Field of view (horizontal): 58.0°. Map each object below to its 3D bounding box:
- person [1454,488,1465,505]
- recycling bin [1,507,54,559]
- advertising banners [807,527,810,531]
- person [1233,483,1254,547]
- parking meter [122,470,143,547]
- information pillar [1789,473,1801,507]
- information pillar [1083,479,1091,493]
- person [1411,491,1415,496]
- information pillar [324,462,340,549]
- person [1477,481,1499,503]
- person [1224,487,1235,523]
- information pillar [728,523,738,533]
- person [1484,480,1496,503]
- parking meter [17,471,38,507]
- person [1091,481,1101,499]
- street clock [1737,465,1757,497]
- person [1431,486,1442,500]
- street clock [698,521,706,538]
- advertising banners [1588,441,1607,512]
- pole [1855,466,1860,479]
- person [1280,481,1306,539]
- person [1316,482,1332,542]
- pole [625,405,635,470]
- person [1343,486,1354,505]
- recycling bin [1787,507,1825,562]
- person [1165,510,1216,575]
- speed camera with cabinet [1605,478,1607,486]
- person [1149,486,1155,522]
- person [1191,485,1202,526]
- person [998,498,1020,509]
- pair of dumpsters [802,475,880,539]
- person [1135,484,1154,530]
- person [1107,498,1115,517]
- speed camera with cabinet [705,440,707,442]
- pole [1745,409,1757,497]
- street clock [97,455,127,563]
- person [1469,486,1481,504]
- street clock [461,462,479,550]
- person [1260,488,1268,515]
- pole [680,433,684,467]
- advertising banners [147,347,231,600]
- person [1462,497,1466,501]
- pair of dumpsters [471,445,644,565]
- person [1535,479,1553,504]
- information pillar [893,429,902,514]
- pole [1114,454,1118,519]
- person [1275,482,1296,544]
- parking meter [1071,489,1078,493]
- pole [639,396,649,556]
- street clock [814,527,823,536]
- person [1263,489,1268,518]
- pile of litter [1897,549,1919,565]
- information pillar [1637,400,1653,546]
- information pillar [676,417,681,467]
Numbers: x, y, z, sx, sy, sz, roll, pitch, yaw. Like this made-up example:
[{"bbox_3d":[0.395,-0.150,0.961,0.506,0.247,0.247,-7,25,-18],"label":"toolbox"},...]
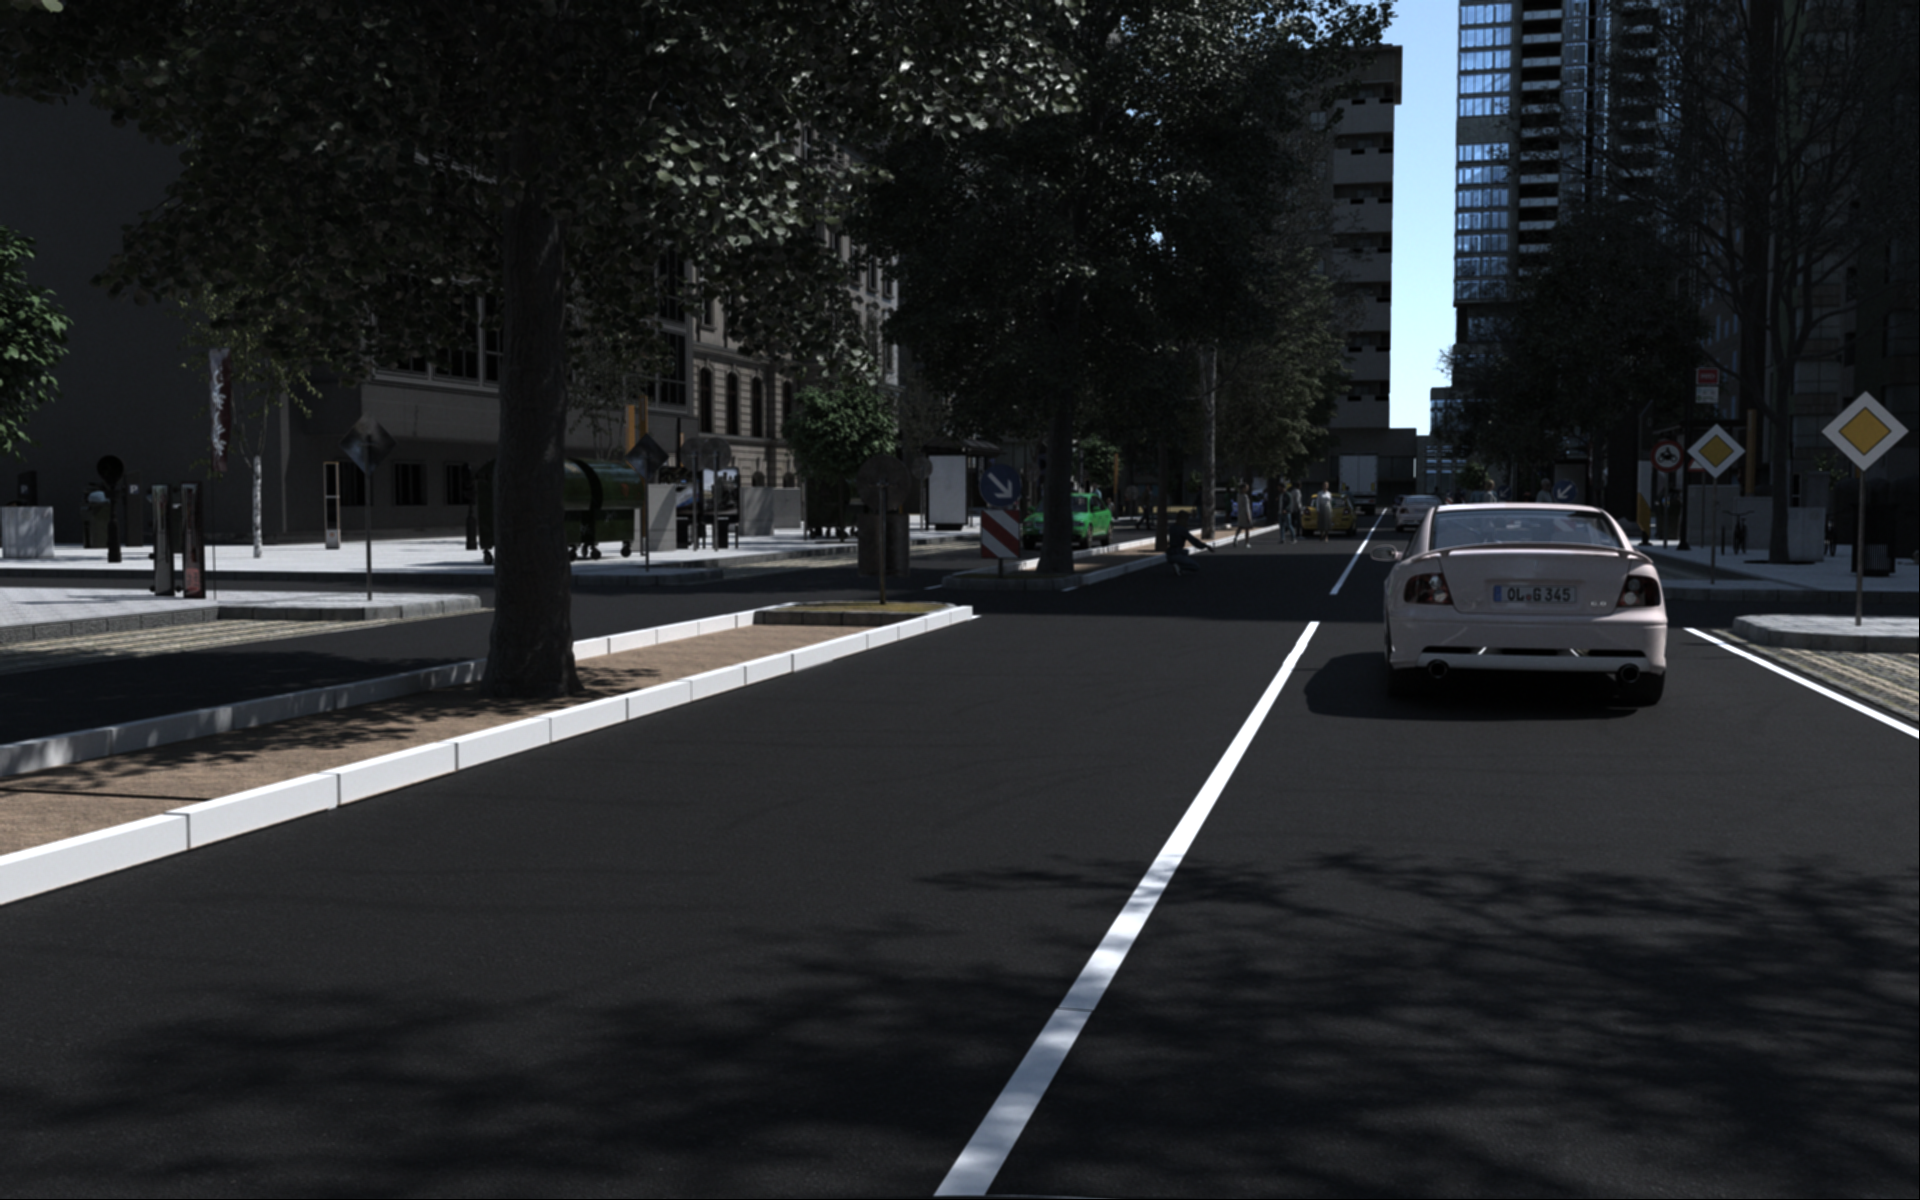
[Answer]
[{"bbox_3d":[28.712,-5.529,99.354,0.683,1.767,0.568,-1,4,-21],"label":"person"},{"bbox_3d":[-18.632,-1.349,34.609,0.722,1.027,0.722,3,4,38],"label":"recycling bin"},{"bbox_3d":[-5.277,-3.969,61.074,0.090,3.025,2.074,0,4,2],"label":"advertising banners"},{"bbox_3d":[7.579,-2.268,46.338,0.466,1.731,0.760,2,4,33],"label":"person"},{"bbox_3d":[-20.078,-2.220,42.011,0.399,1.863,0.255,-3,5,-40],"label":"parking meter"},{"bbox_3d":[29.212,-3.432,60.601,0.304,2.012,0.304,1,4,15],"label":"information pillar"},{"bbox_3d":[6.330,-5.009,86.387,0.304,2.012,0.304,-1,4,-10],"label":"information pillar"},{"bbox_3d":[40.774,-8.997,156.310,1.217,1.735,0.721,-3,5,-40],"label":"person"},{"bbox_3d":[-14.590,-2.187,40.244,0.304,2.012,0.304,-1,4,-14],"label":"information pillar"},{"bbox_3d":[14.411,-2.353,47.308,0.601,1.785,0.444,2,4,24],"label":"person"},{"bbox_3d":[13.184,-4.678,85.237,0.529,1.795,0.600,-3,4,-36],"label":"person"},{"bbox_3d":[-7.510,-3.231,57.317,0.304,2.012,0.304,1,4,8],"label":"information pillar"},{"bbox_3d":[13.077,-2.083,42.915,0.624,1.780,0.694,1,4,16],"label":"person"},{"bbox_3d":[-23.371,-2.307,43.427,0.399,1.863,0.255,1,4,11],"label":"parking meter"},{"bbox_3d":[4.294,-2.812,54.338,0.748,1.841,0.638,0,4,-8],"label":"person"},{"bbox_3d":[19.880,-2.400,43.804,0.358,2.002,0.471,-1,4,-15],"label":"street clock"},{"bbox_3d":[23.790,-4.782,86.677,0.713,1.824,0.794,-2,4,-25],"label":"person"},{"bbox_3d":[-7.581,-2.828,50.808,0.471,2.002,0.358,3,5,42],"label":"street clock"},{"bbox_3d":[20.640,-3.664,56.090,0.090,3.025,2.074,0,4,4],"label":"advertising banners"},{"bbox_3d":[29.737,-3.883,57.337,0.158,3.312,0.155,0,3,0],"label":"pole"},{"bbox_3d":[10.589,-2.853,55.000,0.795,1.843,0.661,-1,4,-10],"label":"person"},{"bbox_3d":[10.859,-2.628,51.690,0.478,1.798,0.641,1,4,9],"label":"person"},{"bbox_3d":[-7.565,-2.809,39.778,0.158,3.312,0.155,0,3,0],"label":"pole"},{"bbox_3d":[19.946,-4.948,89.268,0.638,1.841,0.748,3,5,43],"label":"person"},{"bbox_3d":[16.129,-1.258,33.124,0.722,1.027,0.722,2,4,26],"label":"recycling bin"},{"bbox_3d":[3.956,-1.032,30.870,0.738,1.151,1.012,-2,4,-30],"label":"person"},{"bbox_3d":[36.599,-6.172,95.252,2.038,3.252,0.660,2,4,27],"label":"speed camera with cabinet"},{"bbox_3d":[8.875,-4.454,81.527,0.583,1.804,0.606,1,4,11],"label":"person"},{"bbox_3d":[10.801,-4.266,78.227,0.794,1.824,0.713,0,4,-6],"label":"person"},{"bbox_3d":[1.162,-1.977,41.659,0.563,1.720,0.643,-1,4,-15],"label":"person"},{"bbox_3d":[-3.322,-2.985,51.298,1.574,2.255,4.437,1,4,14],"label":"pair of dumpsters"},{"bbox_3d":[7.400,-3.719,69.209,0.836,1.842,0.656,-1,4,-15],"label":"person"},{"bbox_3d":[6.678,-3.890,76.787,0.352,1.250,0.332,0,4,1],"label":"person"},{"bbox_3d":[-8.764,-4.231,63.516,2.038,3.252,0.660,-3,4,-36],"label":"speed camera with cabinet"},{"bbox_3d":[19.049,-2.930,41.753,0.158,3.312,0.155,0,3,0],"label":"pole"},{"bbox_3d":[-15.816,-1.699,32.349,0.471,2.002,0.358,-1,4,-10],"label":"street clock"},{"bbox_3d":[23.683,-4.335,79.392,0.660,1.820,0.620,-1,4,-15],"label":"person"},{"bbox_3d":[-11.216,-2.150,39.722,0.471,2.002,0.358,3,5,44],"label":"street clock"},{"bbox_3d":[20.599,-6.613,116.614,1.348,1.826,0.705,1,4,12],"label":"person"},{"bbox_3d":[-9.338,-3.921,57.946,0.158,3.312,0.155,0,3,0],"label":"pole"},{"bbox_3d":[-9.449,-1.534,21.261,2.074,3.025,0.090,3,5,39],"label":"advertising banners"},{"bbox_3d":[50.289,-9.903,173.672,1.065,1.426,0.557,-2,4,-31],"label":"person"},{"bbox_3d":[-7.656,-1.877,33.176,1.574,2.255,4.437,1,4,14],"label":"pair of dumpsters"},{"bbox_3d":[12.696,-1.762,37.802,0.515,1.767,0.782,3,4,39],"label":"person"},{"bbox_3d":[-2.239,-4.335,62.227,0.183,3.616,0.504,3,4,38],"label":"information pillar"},{"bbox_3d":[7.868,-5.721,87.376,0.158,3.312,0.155,0,3,0],"label":"pole"},{"bbox_3d":[9.407,-2.532,50.250,0.721,1.781,0.623,-3,5,-41],"label":"person"},{"bbox_3d":[5.518,-4.575,83.212,0.372,1.533,0.369,0,3,0],"label":"parking meter"},{"bbox_3d":[-6.563,-2.576,35.959,0.158,3.312,0.155,0,3,0],"label":"pole"},{"bbox_3d":[-4.297,-2.933,52.529,0.358,2.002,0.471,-2,4,-30],"label":"street clock"},{"bbox_3d":[18.440,-5.831,104.779,0.436,1.711,0.756,2,4,32],"label":"person"},{"bbox_3d":[17.978,-1.079,31.613,1.719,0.858,1.176,0,4,7],"label":"pile of litter"},{"bbox_3d":[17.053,-3.166,43.112,0.504,3.616,0.183,-3,4,-36],"label":"information pillar"},{"bbox_3d":[-8.588,-3.760,52.826,0.183,3.616,0.504,-1,4,-17],"label":"information pillar"}]
